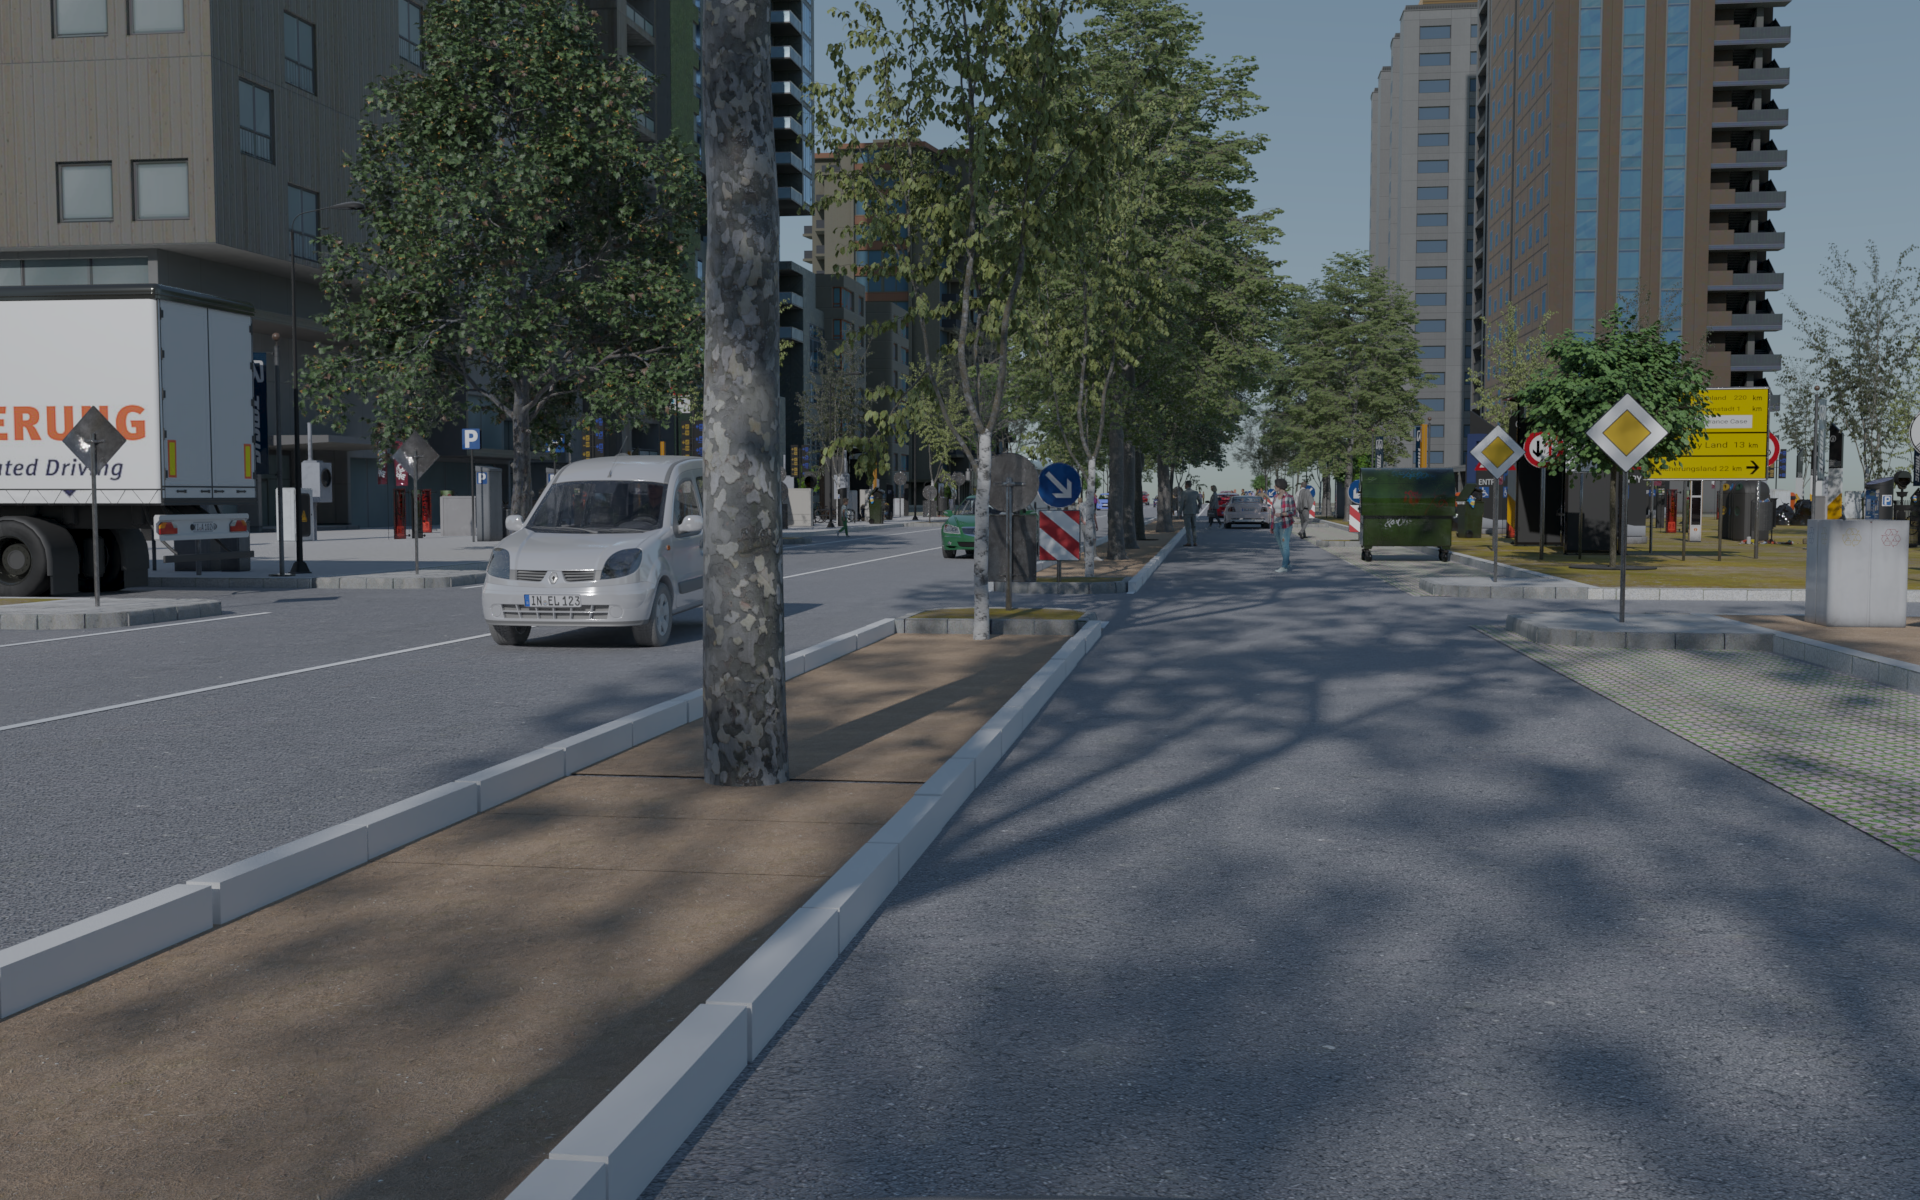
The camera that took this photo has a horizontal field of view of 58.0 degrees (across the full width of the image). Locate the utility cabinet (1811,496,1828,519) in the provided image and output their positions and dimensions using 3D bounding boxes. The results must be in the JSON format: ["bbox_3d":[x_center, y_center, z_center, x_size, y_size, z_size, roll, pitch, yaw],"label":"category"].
[{"bbox_3d":[34.114,-3.512,68.575,0.306,1.237,1.020,0,4,-2],"label":"utility cabinet"}]

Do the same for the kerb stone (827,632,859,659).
[{"bbox_3d":[-1.083,0.420,15.336,0.120,0.150,1.000,1,4,8],"label":"kerb stone"}]

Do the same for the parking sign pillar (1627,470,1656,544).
[{"bbox_3d":[17.151,-3.460,45.048,1.447,3.967,1.447,0,4,-2],"label":"parking sign pillar"}]

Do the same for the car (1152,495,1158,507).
[{"bbox_3d":[21.769,-10.688,187.329,1.945,1.354,3.894,0,4,7],"label":"car"}]

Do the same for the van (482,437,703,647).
[{"bbox_3d":[-3.425,-0.649,17.624,2.013,2.044,4.112,0,4,7],"label":"van"}]

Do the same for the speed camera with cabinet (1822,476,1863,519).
[{"bbox_3d":[45.991,-5.851,90.003,2.038,3.252,0.660,3,4,37],"label":"speed camera with cabinet"}]

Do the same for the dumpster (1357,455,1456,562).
[{"bbox_3d":[9.426,-1.939,36.656,1.985,2.255,1.502,1,4,9],"label":"dumpster"}]

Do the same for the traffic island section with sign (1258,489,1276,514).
[{"bbox_3d":[22.166,-7.053,123.948,1.989,1.847,2.006,1,4,8],"label":"traffic island section with sign"}]

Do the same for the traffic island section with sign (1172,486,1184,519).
[{"bbox_3d":[12.574,-5.627,100.141,2.006,1.907,1.989,1,4,8],"label":"traffic island section with sign"}]

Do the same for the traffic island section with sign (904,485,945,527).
[{"bbox_3d":[-1.364,-4.182,76.998,1.989,1.847,2.006,1,4,8],"label":"traffic island section with sign"}]

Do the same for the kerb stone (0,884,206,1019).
[{"bbox_3d":[-2.585,1.040,5.196,0.120,0.150,1.000,1,4,8],"label":"kerb stone"}]

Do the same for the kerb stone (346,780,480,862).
[{"bbox_3d":[-2.286,0.919,7.236,0.120,0.150,1.000,1,4,8],"label":"kerb stone"}]

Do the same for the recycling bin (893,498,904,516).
[{"bbox_3d":[-3.495,-5.417,101.122,0.722,1.027,0.722,-1,4,-11],"label":"recycling bin"}]

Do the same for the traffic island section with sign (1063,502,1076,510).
[{"bbox_3d":[9.957,-8.844,153.232,1.989,1.847,2.006,1,4,8],"label":"traffic island section with sign"}]

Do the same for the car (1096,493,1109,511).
[{"bbox_3d":[12.763,-8.622,150.554,1.945,1.707,3.694,0,4,8],"label":"car"}]

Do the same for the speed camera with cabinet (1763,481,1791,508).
[{"bbox_3d":[35.363,-4.980,75.761,2.038,3.252,0.660,-1,4,-22],"label":"speed camera with cabinet"}]

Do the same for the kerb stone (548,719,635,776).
[{"bbox_3d":[-1.979,0.791,9.264,0.120,0.150,1.000,1,4,8],"label":"kerb stone"}]

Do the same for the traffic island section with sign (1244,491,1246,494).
[{"bbox_3d":[34.224,-12.022,205.189,1.989,1.847,2.006,1,4,8],"label":"traffic island section with sign"}]

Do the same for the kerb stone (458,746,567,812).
[{"bbox_3d":[-2.131,0.855,8.250,0.120,0.150,1.000,1,4,8],"label":"kerb stone"}]

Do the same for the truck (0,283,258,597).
[{"bbox_3d":[-16.027,-2.206,24.986,11.283,4.237,2.839,0,4,8],"label":"truck"}]

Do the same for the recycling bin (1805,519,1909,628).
[{"bbox_3d":[8.778,-0.270,16.971,0.722,1.027,0.722,1,4,8],"label":"recycling bin"}]

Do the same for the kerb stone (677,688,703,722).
[{"bbox_3d":[-1.672,0.668,11.286,0.120,0.150,1.000,1,4,8],"label":"kerb stone"}]

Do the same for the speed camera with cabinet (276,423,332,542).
[{"bbox_3d":[-17.923,-3.242,47.348,0.660,3.252,2.038,0,4,8],"label":"speed camera with cabinet"}]

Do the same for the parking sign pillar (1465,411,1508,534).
[{"bbox_3d":[16.938,-4.110,55.663,1.447,3.967,1.447,3,5,43],"label":"parking sign pillar"}]

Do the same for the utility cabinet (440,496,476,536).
[{"bbox_3d":[-15.379,-2.563,53.069,1.020,1.237,0.306,-2,4,-35],"label":"utility cabinet"}]

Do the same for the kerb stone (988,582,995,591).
[{"bbox_3d":[0.509,-0.236,26.059,0.120,0.150,1.000,1,4,8],"label":"kerb stone"}]

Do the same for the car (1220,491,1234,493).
[{"bbox_3d":[29.033,-10.996,188.449,2.281,1.827,5.304,0,4,7],"label":"car"}]

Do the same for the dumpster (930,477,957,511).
[{"bbox_3d":[-1.074,-5.995,100.519,1.502,2.255,1.985,1,4,8],"label":"dumpster"}]

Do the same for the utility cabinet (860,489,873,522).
[{"bbox_3d":[-4.711,-4.810,87.324,0.318,1.500,1.173,1,4,15],"label":"utility cabinet"}]

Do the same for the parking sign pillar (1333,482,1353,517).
[{"bbox_3d":[21.200,-6.506,94.845,1.447,3.967,1.447,-1,4,-19],"label":"parking sign pillar"}]

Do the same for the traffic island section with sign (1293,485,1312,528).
[{"bbox_3d":[14.825,-4.034,74.592,1.989,1.847,2.006,1,4,8],"label":"traffic island section with sign"}]

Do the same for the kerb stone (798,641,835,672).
[{"bbox_3d":[-1.224,0.482,14.322,0.120,0.150,1.000,1,4,8],"label":"kerb stone"}]

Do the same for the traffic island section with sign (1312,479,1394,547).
[{"bbox_3d":[10.821,-2.381,47.565,1.989,1.847,2.006,1,4,8],"label":"traffic island section with sign"}]

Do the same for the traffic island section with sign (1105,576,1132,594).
[{"bbox_3d":[1.541,-1.081,25.814,2.006,1.907,1.989,1,4,8],"label":"traffic island section with sign"}]

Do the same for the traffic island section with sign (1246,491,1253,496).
[{"bbox_3d":[26.173,-8.702,150.912,1.989,1.847,2.006,1,4,8],"label":"traffic island section with sign"}]

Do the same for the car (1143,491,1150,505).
[{"bbox_3d":[22.970,-12.931,220.090,2.281,1.827,5.304,1,4,10],"label":"car"}]

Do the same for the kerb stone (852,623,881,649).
[{"bbox_3d":[-0.924,0.358,16.350,0.120,0.150,1.000,1,4,8],"label":"kerb stone"}]

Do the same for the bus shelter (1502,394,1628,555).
[{"bbox_3d":[13.683,-2.941,39.372,1.731,3.624,6.357,1,4,8],"label":"bus shelter"}]

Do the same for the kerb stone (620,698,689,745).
[{"bbox_3d":[-1.831,0.731,10.276,0.120,0.150,1.000,1,4,8],"label":"kerb stone"}]

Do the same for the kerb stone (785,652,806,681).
[{"bbox_3d":[-1.377,0.543,13.311,0.120,0.150,1.000,1,4,8],"label":"kerb stone"}]

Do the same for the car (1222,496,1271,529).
[{"bbox_3d":[12.102,-3.717,73.140,2.083,1.381,4.827,0,4,8],"label":"car"}]

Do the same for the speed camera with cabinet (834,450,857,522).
[{"bbox_3d":[-5.229,-5.187,79.147,0.660,3.252,2.038,1,4,12],"label":"speed camera with cabinet"}]

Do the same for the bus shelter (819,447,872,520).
[{"bbox_3d":[-5.723,-5.974,88.965,1.731,3.624,6.357,1,4,8],"label":"bus shelter"}]

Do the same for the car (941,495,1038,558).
[{"bbox_3d":[0.786,-1.726,40.026,2.131,1.459,4.920,1,4,10],"label":"car"}]

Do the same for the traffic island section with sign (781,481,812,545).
[{"bbox_3d":[-5.365,-2.537,50.113,1.989,1.847,2.006,1,4,8],"label":"traffic island section with sign"}]

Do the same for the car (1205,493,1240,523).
[{"bbox_3d":[13.431,-4.786,87.284,2.155,1.783,4.494,0,4,8],"label":"car"}]

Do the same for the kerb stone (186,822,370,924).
[{"bbox_3d":[-2.429,0.977,6.223,0.120,0.150,1.000,1,4,8],"label":"kerb stone"}]

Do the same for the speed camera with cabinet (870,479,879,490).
[{"bbox_3d":[-5.753,-6.617,102.528,2.038,3.252,0.660,2,4,35],"label":"speed camera with cabinet"}]

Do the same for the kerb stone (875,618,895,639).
[{"bbox_3d":[-0.781,0.296,17.363,0.120,0.150,1.000,1,4,8],"label":"kerb stone"}]

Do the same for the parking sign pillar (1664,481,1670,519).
[{"bbox_3d":[36.642,-6.254,90.731,1.447,3.967,1.447,-3,4,-38],"label":"parking sign pillar"}]

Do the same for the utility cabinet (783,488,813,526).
[{"bbox_3d":[-6.401,-3.653,68.412,1.173,1.500,0.318,1,4,13],"label":"utility cabinet"}]

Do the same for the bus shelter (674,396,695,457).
[{"bbox_3d":[-8.891,-5.296,64.216,2.179,5.291,8.768,1,4,8],"label":"bus shelter"}]

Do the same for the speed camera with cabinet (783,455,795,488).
[{"bbox_3d":[-8.554,-5.647,86.658,0.660,3.252,2.038,-1,4,-8],"label":"speed camera with cabinet"}]
